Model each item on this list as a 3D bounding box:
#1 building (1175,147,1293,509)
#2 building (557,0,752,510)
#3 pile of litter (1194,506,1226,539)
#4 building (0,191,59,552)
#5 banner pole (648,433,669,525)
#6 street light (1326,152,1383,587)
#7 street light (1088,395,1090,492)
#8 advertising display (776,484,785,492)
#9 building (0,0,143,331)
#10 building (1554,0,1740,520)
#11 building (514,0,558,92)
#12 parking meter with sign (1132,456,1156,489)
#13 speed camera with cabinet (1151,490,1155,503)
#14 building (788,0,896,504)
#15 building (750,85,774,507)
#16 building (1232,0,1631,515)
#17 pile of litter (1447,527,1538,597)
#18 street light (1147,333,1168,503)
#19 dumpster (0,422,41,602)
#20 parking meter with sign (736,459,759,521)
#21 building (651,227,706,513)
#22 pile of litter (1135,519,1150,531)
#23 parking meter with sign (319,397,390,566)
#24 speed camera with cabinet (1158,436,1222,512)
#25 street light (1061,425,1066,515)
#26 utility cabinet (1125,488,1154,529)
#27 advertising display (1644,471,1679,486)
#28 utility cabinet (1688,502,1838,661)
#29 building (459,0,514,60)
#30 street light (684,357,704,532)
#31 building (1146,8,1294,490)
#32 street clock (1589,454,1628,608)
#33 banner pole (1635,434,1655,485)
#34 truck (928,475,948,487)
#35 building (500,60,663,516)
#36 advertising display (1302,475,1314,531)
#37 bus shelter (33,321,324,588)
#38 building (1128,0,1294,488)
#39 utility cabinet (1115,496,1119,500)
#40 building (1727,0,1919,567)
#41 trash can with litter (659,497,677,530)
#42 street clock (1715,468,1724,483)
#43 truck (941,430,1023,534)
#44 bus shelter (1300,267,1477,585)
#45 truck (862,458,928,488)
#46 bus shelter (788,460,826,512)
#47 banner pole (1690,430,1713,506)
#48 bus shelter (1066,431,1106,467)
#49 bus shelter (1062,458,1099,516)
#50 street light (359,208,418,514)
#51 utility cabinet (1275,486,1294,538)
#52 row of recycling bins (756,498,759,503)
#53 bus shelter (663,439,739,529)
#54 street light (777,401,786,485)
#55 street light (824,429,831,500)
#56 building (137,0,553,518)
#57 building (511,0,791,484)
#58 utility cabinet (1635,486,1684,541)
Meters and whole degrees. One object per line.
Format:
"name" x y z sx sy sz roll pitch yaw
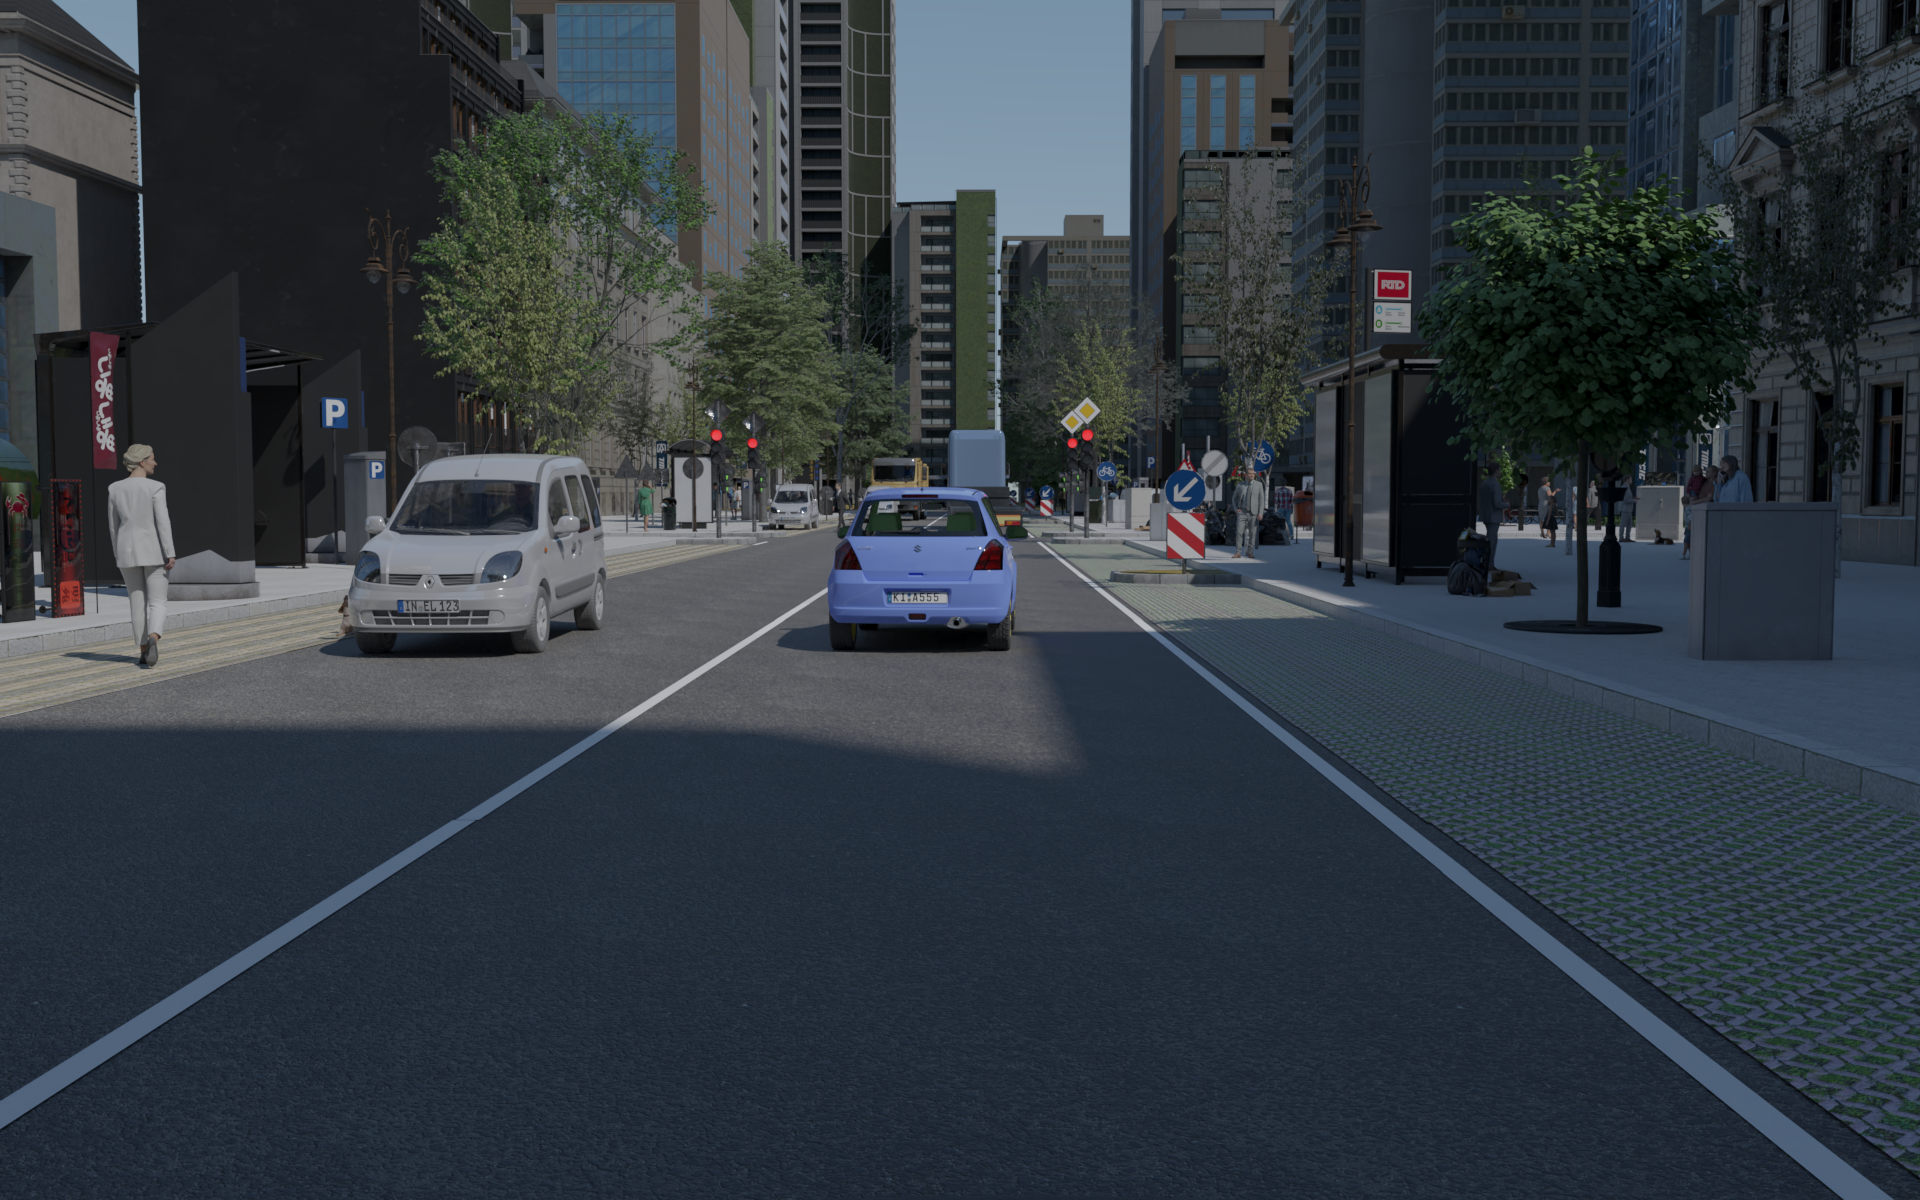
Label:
"building" 25.280 -23.029 148.229 14.160 30.474 14.107 0 4 1
"building" -26.522 -30.871 154.846 14.600 45.320 14.200 0 4 1
"pile of litter" 7.194 -2.149 49.109 1.719 0.858 1.176 0 4 4
"building" -35.951 -43.616 25.788 31.000 86.520 22.319 0 4 1
"banner pole" -12.459 -4.982 71.468 0.863 3.779 0.401 0 4 0
"street light" 5.397 -3.124 23.867 0.468 5.910 1.993 0 4 1
"street light" 5.986 -6.610 80.868 0.468 5.910 1.993 0 4 1
"advertising display" -11.689 -6.623 113.503 0.974 1.923 0.123 -1 4 -23
"building" -46.873 -15.032 74.647 19.941 23.489 11.050 0 4 1
"building" 44.608 -46.728 76.668 31.000 86.520 22.319 0 4 1
"building" -26.756 -30.004 140.674 14.600 45.320 14.200 0 4 1
"parking meter with sign" 8.291 -5.112 79.834 1.738 3.016 0.543 -3 5 -43
"speed camera with cabinet" 8.174 -4.483 67.635 2.038 3.252 0.660 -1 4 -20
"building" -19.431 -48.871 237.296 20.611 71.187 20.563 0 4 1
"building" -25.944 -29.693 169.082 14.154 41.232 14.086 0 4 1
"building" 35.236 -25.829 114.182 32.217 40.220 23.993 0 4 1
"pile of litter" 6.871 -0.509 22.293 1.176 0.858 1.719 3 5 43
"street light" 5.668 -4.712 49.835 0.468 5.910 1.993 0 4 1
"dumpster" -11.412 -1.019 19.156 1.502 2.255 1.985 0 4 0
"parking meter with sign" -10.280 -5.402 84.576 0.543 3.016 1.738 1 4 20
"building" -24.847 -16.524 124.915 10.420 20.320 16.860 0 4 1
"pile of litter" 6.832 -2.836 60.327 1.176 0.858 1.719 -2 4 -33
"parking meter with sign" -10.666 -2.125 31.006 1.738 3.016 0.543 2 4 33
"speed camera with cabinet" 7.800 -3.924 58.493 2.038 3.252 0.660 -1 4 -15
"street light" 6.351 -8.199 106.835 0.468 5.910 1.993 0 4 1
"utility cabinet" 6.493 -3.332 63.164 0.318 1.500 1.173 3 5 44
"advertising display" 20.171 -2.728 49.823 0.123 1.923 0.974 -3 5 -42
"utility cabinet" 6.227 -0.141 13.462 1.020 1.237 0.306 0 4 -1
"building" -69.413 -48.856 237.053 20.611 71.187 20.563 0 4 1
"street light" -8.987 -5.246 58.564 0.468 5.910 1.993 0 4 1
"building" 25.151 -31.302 161.905 14.600 45.320 14.200 0 4 1
"street clock" 7.368 -0.920 19.605 0.358 2.002 0.471 -2 4 -29
"banner pole" 23.457 -4.229 59.164 0.863 3.779 0.401 0 4 -4
"truck" -2.363 -11.292 180.552 3.469 3.379 9.791 0 4 -1
"building" -27.759 -16.339 100.422 16.112 22.955 30.059 0 4 1
"advertising display" 12.182 -3.379 60.453 0.123 1.923 0.974 -1 4 -13
"bus shelter" -11.786 -2.166 26.703 1.731 3.624 6.357 0 4 1
"building" 28.461 -39.193 182.809 21.231 58.520 28.212 0 4 1
"utility cabinet" 7.110 -4.386 82.877 1.020 1.237 0.306 -2 4 -35
"building" 21.649 -10.069 29.257 10.561 19.102 19.286 0 4 1
"trash can with litter" -10.388 -3.078 61.705 0.624 1.170 1.055 0 4 -8
"street clock" 20.916 -2.631 47.590 0.471 2.002 0.358 -3 5 -44
"truck" 0.775 -4.729 67.078 2.967 4.110 18.799 0 4 -1
"bus shelter" 6.965 -3.108 28.452 2.179 5.291 8.768 0 4 1
"truck" -3.306 -6.061 95.028 3.469 3.379 9.791 0 4 3
"bus shelter" -9.870 -7.987 108.218 2.179 5.291 8.768 0 4 1
"banner pole" 25.319 -4.237 59.286 0.863 3.779 0.401 1 4 20
"bus shelter" 7.784 -7.973 107.989 2.179 5.291 8.768 0 4 1
"bus shelter" 6.987 -6.439 99.202 2.014 3.302 5.546 0 4 1
"street light" -9.298 -3.398 28.337 0.468 5.910 1.993 0 4 1
"utility cabinet" 9.445 -2.550 50.371 0.318 1.500 1.173 0 4 -2
"row of recycling bins" -11.869 -5.580 98.347 1.069 1.692 3.534 0 4 -6
"bus shelter" -9.833 -4.418 66.158 2.014 3.302 5.546 0 4 1
"street light" -8.646 -6.834 84.531 0.468 5.910 1.993 0 4 1
"street light" -8.439 -8.423 110.499 0.468 5.910 1.993 0 4 1
"building" -26.155 -15.096 76.495 12.332 23.373 15.834 0 4 1
"building" -32.896 -39.446 186.945 28.212 58.520 21.231 0 4 1
"utility cabinet" 19.193 -2.377 47.537 1.173 1.500 0.318 3 5 42
